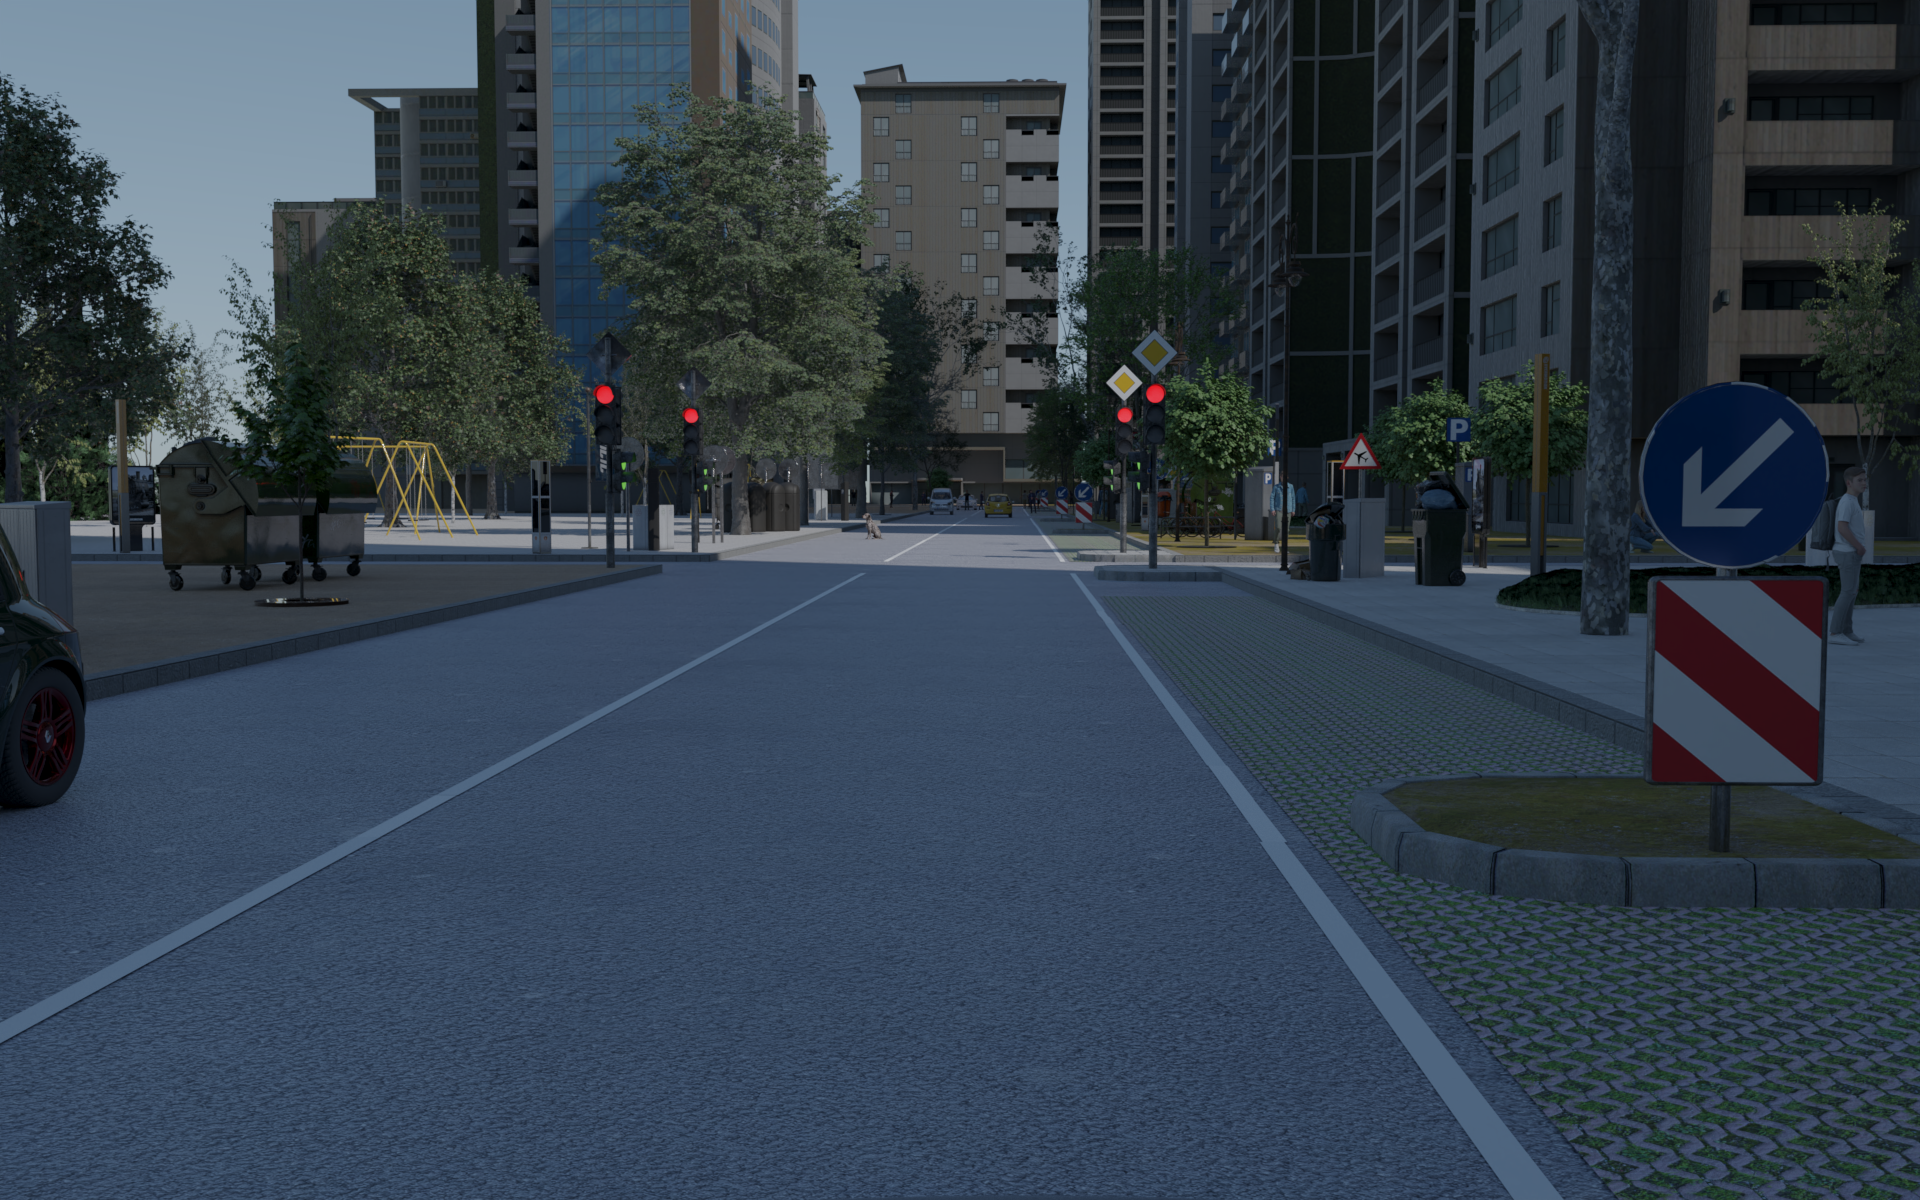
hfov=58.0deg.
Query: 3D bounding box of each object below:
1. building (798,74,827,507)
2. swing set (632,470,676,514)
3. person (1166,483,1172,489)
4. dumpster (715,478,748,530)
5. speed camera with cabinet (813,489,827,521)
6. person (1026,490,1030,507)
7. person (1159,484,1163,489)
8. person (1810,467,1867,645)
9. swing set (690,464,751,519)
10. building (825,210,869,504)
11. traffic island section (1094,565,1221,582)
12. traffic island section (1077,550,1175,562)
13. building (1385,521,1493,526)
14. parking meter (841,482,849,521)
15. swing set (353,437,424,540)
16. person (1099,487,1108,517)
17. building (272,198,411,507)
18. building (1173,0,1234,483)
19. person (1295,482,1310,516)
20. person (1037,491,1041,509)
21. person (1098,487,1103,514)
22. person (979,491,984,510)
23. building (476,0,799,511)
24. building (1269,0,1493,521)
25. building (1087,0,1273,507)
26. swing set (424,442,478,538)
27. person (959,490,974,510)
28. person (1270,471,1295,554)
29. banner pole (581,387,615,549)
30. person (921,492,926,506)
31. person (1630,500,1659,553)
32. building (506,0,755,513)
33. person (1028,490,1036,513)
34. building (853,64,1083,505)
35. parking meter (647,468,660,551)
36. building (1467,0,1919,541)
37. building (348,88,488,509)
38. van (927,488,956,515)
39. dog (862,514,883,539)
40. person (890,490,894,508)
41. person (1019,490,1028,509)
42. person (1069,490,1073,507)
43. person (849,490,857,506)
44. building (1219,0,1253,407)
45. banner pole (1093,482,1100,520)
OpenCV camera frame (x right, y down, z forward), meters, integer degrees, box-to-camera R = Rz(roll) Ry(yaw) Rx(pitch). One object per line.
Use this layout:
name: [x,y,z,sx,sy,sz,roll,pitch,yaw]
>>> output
building: [-20.424,-29.840,171.482,14.086,41.232,14.154,0,4,2]
swing set: [-19.527,-7.007,112.180,2.862,2.851,3.119,0,4,4]
person: [10.115,-4.663,82.561,0.573,1.790,0.520,1,4,19]
dumpster: [-8.248,-3.501,62.993,1.264,1.857,1.865,0,4,2]
speed camera with cabinet: [-6.854,-5.530,84.750,0.660,3.252,2.038,-1,4,-9]
person: [7.361,-10.694,183.363,1.348,1.823,0.705,-3,5,-44]
person: [10.096,-4.940,86.989,0.511,1.800,0.466,-2,4,-33]
person: [7.577,-0.375,14.778,0.523,1.515,0.503,0,4,-4]
swing set: [-12.435,-5.640,89.840,3.119,2.851,2.862,0,4,2]
building: [-24.369,-32.521,223.593,23.993,40.220,32.217,0,4,2]
traffic island section: [3.344,-0.461,29.826,2.009,0.180,2.903,0,4,2]
traffic island section: [3.585,-0.950,37.808,2.009,0.180,2.903,0,4,2]
building: [27.418,-38.708,71.124,20.563,71.187,20.611,0,4,2]
parking meter: [-5.517,-4.723,82.925,0.255,1.863,0.399,-3,4,-36]
swing set: [-16.847,-3.024,47.062,2.862,2.851,3.119,1,4,23]
person: [7.986,-5.458,95.635,0.623,1.781,0.721,2,4,27]
building: [-58.684,-24.536,172.871,14.107,30.474,14.160,0,4,2]
building: [30.704,-37.934,162.220,21.231,58.520,28.212,0,4,2]
person: [14.077,-3.971,71.307,0.444,1.785,0.601,-2,4,-30]
person: [7.406,-9.326,161.768,0.721,1.735,1.217,1,4,17]
person: [9.189,-6.479,112.159,0.721,1.800,0.419,1,4,16]
person: [1.962,-8.960,155.912,0.530,1.710,0.541,0,4,-2]
building: [-25.359,-36.687,141.839,21.231,58.520,28.212,0,4,2]
building: [26.380,-40.457,99.725,20.563,71.187,20.611,0,4,2]
building: [26.418,-47.509,215.024,20.611,71.187,20.563,0,4,2]
swing set: [-16.326,-3.343,52.272,2.862,2.851,3.119,0,4,-1]
person: [0.599,-8.783,152.121,1.348,1.822,0.705,1,4,12]
person: [6.963,-1.897,37.403,0.601,1.785,0.444,0,4,-5]
banner pole: [-8.501,-3.100,40.704,0.863,3.779,0.401,0,4,6]
person: [-4.059,-11.201,192.552,0.541,1.710,0.530,1,4,21]
person: [14.946,-1.596,37.629,0.738,1.151,1.012,3,5,44]
building: [-22.305,-28.752,120.209,14.600,45.320,14.200,0,4,2]
person: [5.345,-7.271,127.835,0.683,1.767,0.568,1,4,12]
building: [1.482,-38.645,221.077,27.495,52.752,28.713,0,4,2]
parking meter: [-6.960,-2.056,39.331,0.255,1.863,0.399,-1,4,-12]
building: [24.295,-17.168,52.399,14.107,30.474,14.160,0,4,2]
building: [-39.902,-28.839,163.405,23.993,40.220,32.217,0,4,2]
van: [-1.272,-6.940,120.478,2.013,2.044,4.112,0,4,0]
dog: [-2.648,-2.321,54.786,0.800,0.831,0.513,1,4,16]
person: [-6.364,-9.434,161.751,0.415,1.643,0.593,0,4,0]
person: [6.350,-9.918,170.660,0.705,1.824,1.348,3,5,43]
person: [10.837,-9.859,168.709,0.415,1.643,0.593,2,4,26]
person: [-11.165,-10.759,181.963,1.348,1.822,0.705,-1,4,-16]
building: [31.975,-31.354,132.244,23.786,49.044,30.456,0,4,2]
banner pole: [6.777,-5.916,86.749,0.401,3.779,0.863,1,4,16]
